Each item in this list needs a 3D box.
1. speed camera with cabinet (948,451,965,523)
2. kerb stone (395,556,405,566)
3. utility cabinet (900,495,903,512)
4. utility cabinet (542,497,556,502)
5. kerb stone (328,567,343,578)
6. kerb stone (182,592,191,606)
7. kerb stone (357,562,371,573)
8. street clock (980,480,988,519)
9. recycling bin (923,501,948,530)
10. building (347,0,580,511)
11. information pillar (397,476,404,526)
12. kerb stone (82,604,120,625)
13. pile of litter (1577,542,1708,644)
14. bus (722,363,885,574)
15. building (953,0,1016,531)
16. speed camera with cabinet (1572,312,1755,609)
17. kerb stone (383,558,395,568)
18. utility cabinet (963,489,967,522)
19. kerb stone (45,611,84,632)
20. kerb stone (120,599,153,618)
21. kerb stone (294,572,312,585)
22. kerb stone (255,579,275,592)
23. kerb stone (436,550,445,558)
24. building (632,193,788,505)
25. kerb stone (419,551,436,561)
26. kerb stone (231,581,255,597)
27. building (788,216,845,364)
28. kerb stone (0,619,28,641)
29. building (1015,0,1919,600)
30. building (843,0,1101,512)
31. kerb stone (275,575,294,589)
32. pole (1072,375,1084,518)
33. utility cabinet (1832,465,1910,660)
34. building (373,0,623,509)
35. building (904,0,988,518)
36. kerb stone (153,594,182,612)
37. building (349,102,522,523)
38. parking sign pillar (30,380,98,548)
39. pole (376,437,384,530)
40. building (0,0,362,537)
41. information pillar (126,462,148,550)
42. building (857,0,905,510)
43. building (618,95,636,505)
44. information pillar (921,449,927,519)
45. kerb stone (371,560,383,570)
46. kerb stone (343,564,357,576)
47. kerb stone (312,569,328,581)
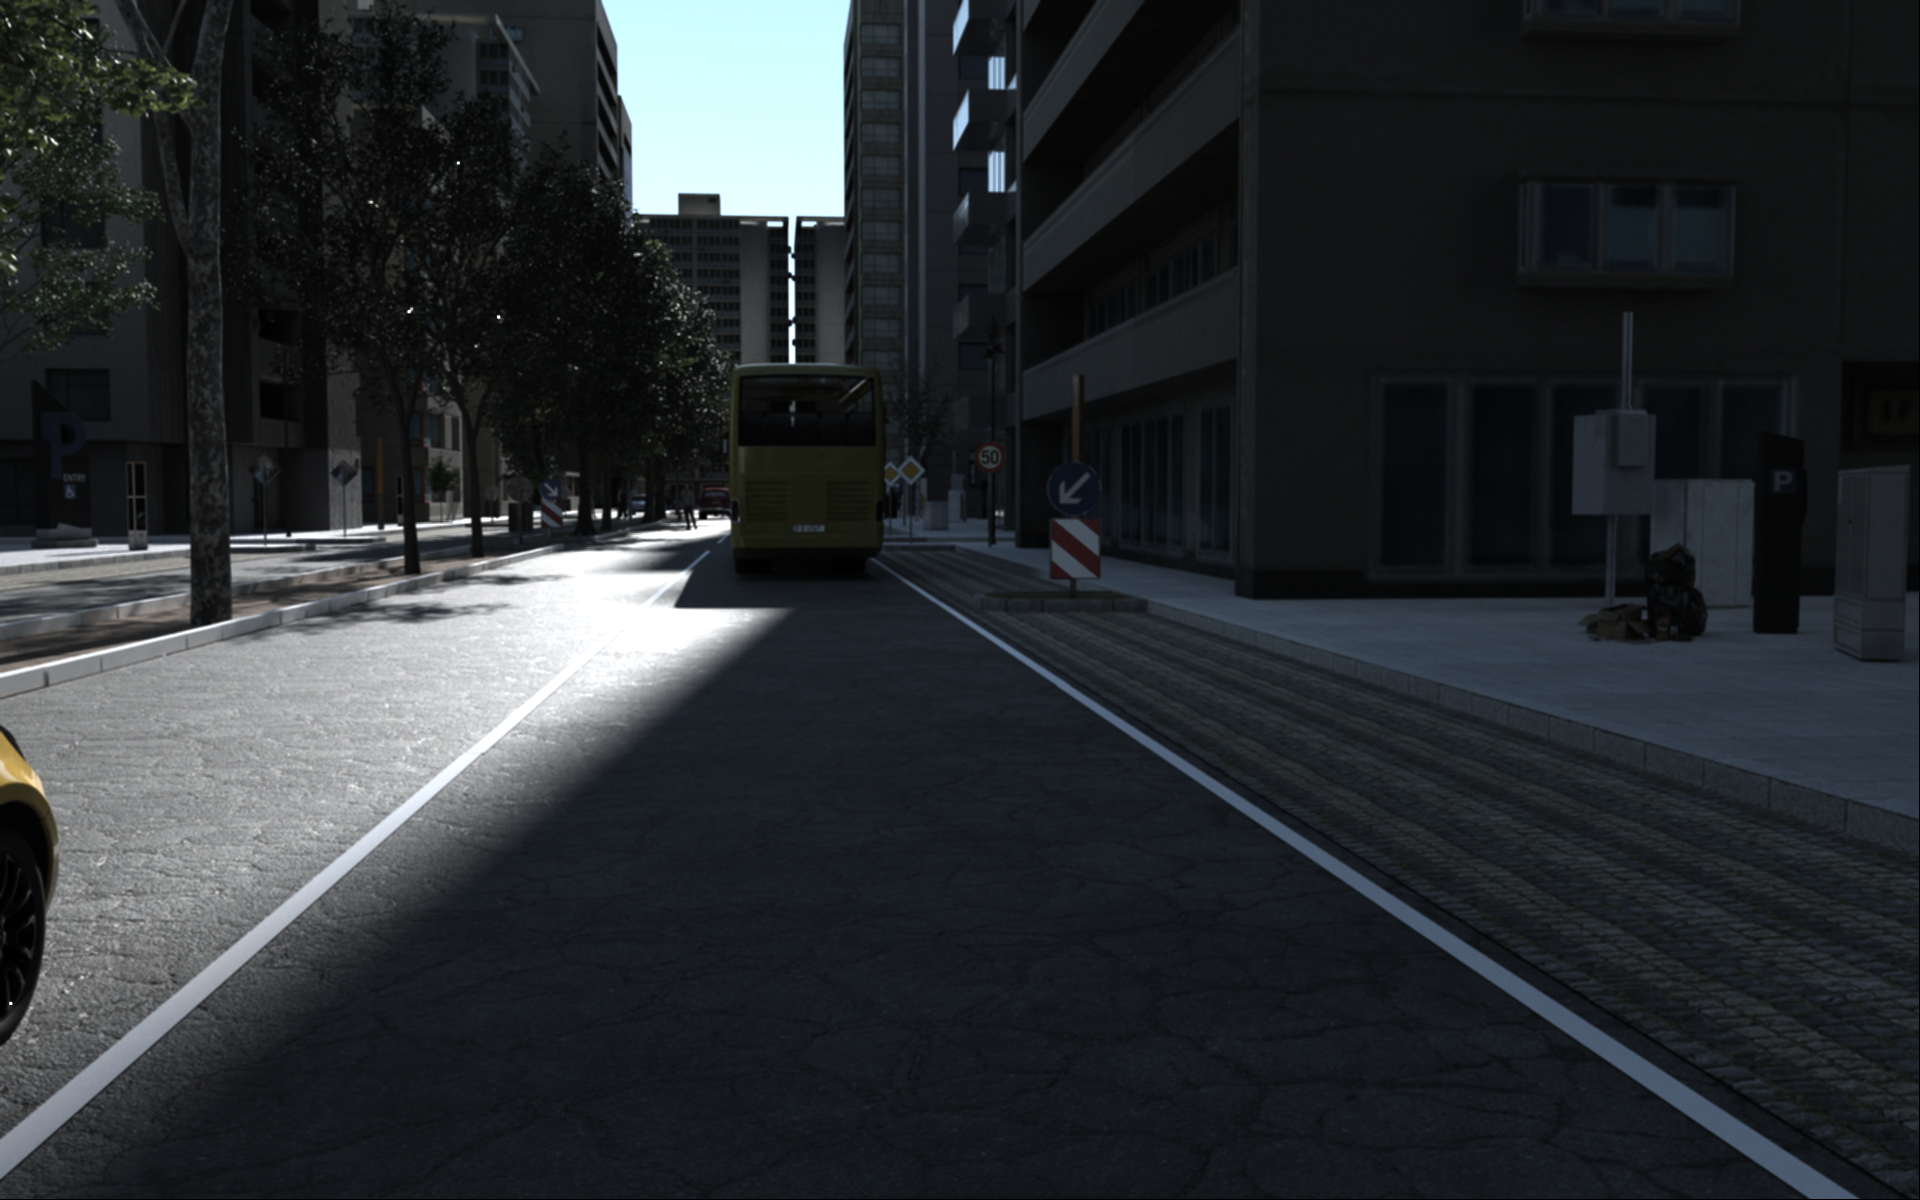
[{"bbox_3d":[-0.148,-5.126,78.147,0.660,3.252,2.038,0,4,6],"label":"speed camera with cabinet"},{"bbox_3d":[-11.281,-0.757,34.590,0.120,0.150,1.000,0,4,-6],"label":"kerb stone"},{"bbox_3d":[-3.792,-6.867,123.437,1.020,1.237,0.306,3,4,38],"label":"utility cabinet"},{"bbox_3d":[-27.825,-6.486,117.200,1.020,1.237,0.306,2,4,27],"label":"utility cabinet"},{"bbox_3d":[-10.736,-0.447,29.497,0.120,0.150,1.000,0,4,-6],"label":"kerb stone"},{"bbox_3d":[-9.975,-0.011,22.370,0.120,0.150,1.000,0,4,-6],"label":"kerb stone"},{"bbox_3d":[-10.954,-0.571,31.534,0.120,0.150,1.000,0,4,-6],"label":"kerb stone"},{"bbox_3d":[1.237,-5.129,88.433,0.471,2.002,0.358,-2,4,-24],"label":"street clock"},{"bbox_3d":[-0.873,-3.007,61.719,0.722,1.027,0.722,-1,4,-22],"label":"recycling bin"},{"bbox_3d":[-46.680,-27.099,134.954,32.217,40.220,23.993,0,4,-6],"label":"building"},{"bbox_3d":[-22.285,-3.960,69.232,0.304,2.012,0.304,2,4,26],"label":"information pillar"},{"bbox_3d":[-9.651,0.178,19.313,0.120,0.150,1.000,0,4,-6],"label":"kerb stone"},{"bbox_3d":[6.120,-0.100,15.593,1.719,0.858,1.176,-3,5,-41],"label":"pile of litter"},{"bbox_3d":[-3.266,-2.605,34.144,2.896,3.916,12.252,0,4,-7],"label":"bus"},{"bbox_3d":[14.929,-27.243,65.032,30.456,49.044,23.786,0,4,-6],"label":"building"},{"bbox_3d":[7.855,-1.528,19.319,2.038,3.252,0.660,-1,4,-18],"label":"speed camera with cabinet"},{"bbox_3d":[-11.170,-0.696,33.574,0.120,0.150,1.000,0,4,-6],"label":"kerb stone"},{"bbox_3d":[-0.086,-4.364,80.036,0.318,1.500,1.173,-2,4,-25],"label":"utility cabinet"},{"bbox_3d":[-9.541,0.245,18.295,0.120,0.150,1.000,0,4,-6],"label":"kerb stone"},{"bbox_3d":[-9.754,0.114,20.338,0.120,0.150,1.000,0,4,-6],"label":"kerb stone"},{"bbox_3d":[-10.516,-0.322,27.463,0.120,0.150,1.000,0,4,-6],"label":"kerb stone"},{"bbox_3d":[-10.305,-0.198,25.430,0.120,0.150,1.000,0,4,-6],"label":"kerb stone"},{"bbox_3d":[-11.714,-1.007,38.659,0.120,0.150,1.000,0,4,-6],"label":"kerb stone"},{"bbox_3d":[-33.982,-32.695,226.444,23.993,40.220,32.217,0,4,-6],"label":"building"},{"bbox_3d":[-11.610,-0.938,37.641,0.120,0.150,1.000,0,4,-6],"label":"kerb stone"},{"bbox_3d":[-10.191,-0.135,24.409,0.120,0.150,1.000,0,4,-6],"label":"kerb stone"},{"bbox_3d":[-10.069,-32.819,228.464,23.993,40.220,32.217,0,4,-6],"label":"building"},{"bbox_3d":[-9.428,0.301,17.279,0.120,0.150,1.000,0,4,-6],"label":"kerb stone"},{"bbox_3d":[13.039,-24.916,31.084,21.300,48.544,21.600,0,4,-6],"label":"building"},{"bbox_3d":[0.306,-32.880,161.284,21.300,48.544,21.600,0,4,-6],"label":"building"},{"bbox_3d":[-10.411,-0.250,26.447,0.120,0.150,1.000,0,4,-6],"label":"kerb stone"},{"bbox_3d":[2.022,-2.197,29.760,0.158,3.312,0.155,0,3,0],"label":"pole"},{"bbox_3d":[7.188,-0.308,13.712,0.318,1.500,1.173,1,4,17],"label":"utility cabinet"},{"bbox_3d":[-42.926,-32.728,158.806,21.300,48.544,21.600,0,4,-6],"label":"building"},{"bbox_3d":[7.138,-34.386,104.216,21.231,58.520,28.212,0,4,-6],"label":"building"},{"bbox_3d":[-9.864,0.051,21.354,0.120,0.150,1.000,0,4,-6],"label":"kerb stone"},{"bbox_3d":[-39.083,-14.979,89.939,27.650,21.520,28.899,0,4,-6],"label":"building"},{"bbox_3d":[-21.516,-3.244,41.504,1.447,3.967,1.447,1,4,16],"label":"parking sign pillar"},{"bbox_3d":[-20.797,-4.177,62.131,0.158,3.312,0.155,0,3,0],"label":"pole"},{"bbox_3d":[-28.713,-17.426,56.616,14.160,30.474,14.107,0,4,-6],"label":"building"},{"bbox_3d":[-18.794,-2.145,39.559,0.304,2.012,0.304,3,4,37],"label":"information pillar"},{"bbox_3d":[-1.461,-28.097,142.976,14.154,41.232,14.086,0,4,-6],"label":"building"},{"bbox_3d":[-43.612,-33.051,190.491,14.200,45.320,14.600,0,4,-6],"label":"building"},{"bbox_3d":[-1.863,-5.996,89.387,0.183,3.616,0.504,2,4,30],"label":"information pillar"},{"bbox_3d":[-11.061,-0.628,32.555,0.120,0.150,1.000,0,4,-6],"label":"kerb stone"},{"bbox_3d":[-10.849,-0.505,30.514,0.120,0.150,1.000,0,4,-6],"label":"kerb stone"},{"bbox_3d":[-10.629,-0.383,28.479,0.120,0.150,1.000,0,4,-6],"label":"kerb stone"}]
